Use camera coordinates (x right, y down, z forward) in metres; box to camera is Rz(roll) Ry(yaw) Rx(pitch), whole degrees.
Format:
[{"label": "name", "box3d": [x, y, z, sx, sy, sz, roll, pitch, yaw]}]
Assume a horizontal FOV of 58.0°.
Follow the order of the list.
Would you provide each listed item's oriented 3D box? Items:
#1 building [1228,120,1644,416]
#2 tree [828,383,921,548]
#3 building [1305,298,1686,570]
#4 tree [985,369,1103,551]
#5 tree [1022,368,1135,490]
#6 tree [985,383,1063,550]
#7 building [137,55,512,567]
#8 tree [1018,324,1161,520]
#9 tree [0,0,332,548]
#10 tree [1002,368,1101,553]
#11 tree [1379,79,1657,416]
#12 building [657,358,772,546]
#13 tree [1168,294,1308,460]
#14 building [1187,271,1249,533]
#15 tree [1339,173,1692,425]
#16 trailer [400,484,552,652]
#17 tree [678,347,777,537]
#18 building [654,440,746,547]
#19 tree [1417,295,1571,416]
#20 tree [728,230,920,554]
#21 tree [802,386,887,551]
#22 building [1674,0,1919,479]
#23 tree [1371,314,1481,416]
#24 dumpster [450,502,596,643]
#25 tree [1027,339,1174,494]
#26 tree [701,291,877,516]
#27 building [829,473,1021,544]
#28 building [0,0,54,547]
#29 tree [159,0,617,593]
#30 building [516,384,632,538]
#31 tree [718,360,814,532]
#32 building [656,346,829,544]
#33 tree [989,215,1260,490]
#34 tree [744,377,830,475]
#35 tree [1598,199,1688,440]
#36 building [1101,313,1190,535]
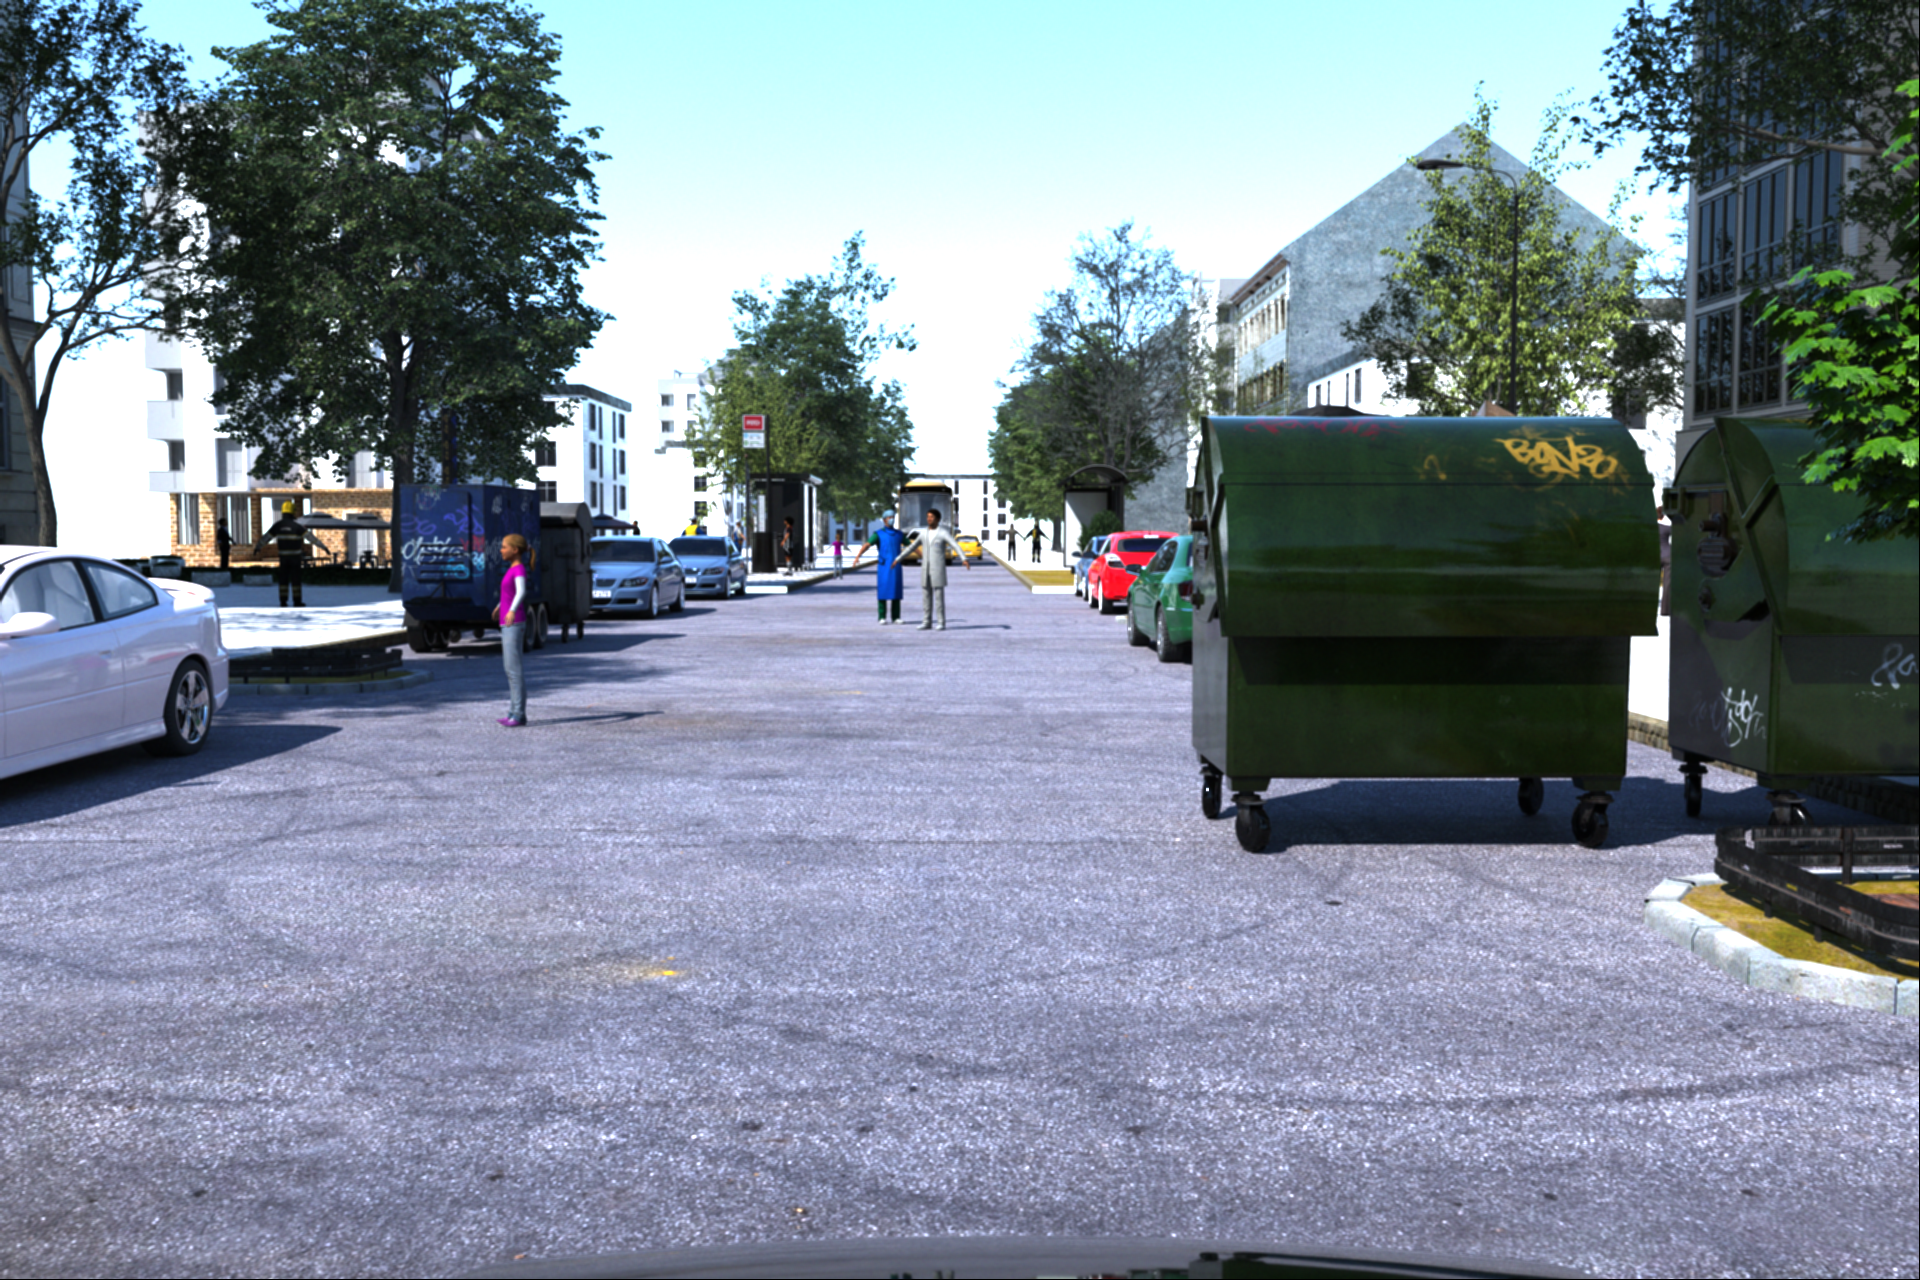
[{"label": "building", "box3d": [26.822, -16.559, 101.672, 19.493, 23.208, 18.063, 0, 4, 0]}, {"label": "tree", "box3d": [-8.171, -14.701, 147.011, 9.857, 13.997, 8.962, 0, 3, 0]}, {"label": "building", "box3d": [22.419, -8.166, 75.656, 9.099, 9.664, 28.070, 0, 4, 0]}, {"label": "tree", "box3d": [6.974, -13.507, 127.500, 9.857, 13.997, 8.962, 0, 3, 0]}, {"label": "tree", "box3d": [7.266, -10.844, 103.058, 9.928, 11.665, 9.643, 0, 3, 0]}, {"label": "tree", "box3d": [6.439, -14.449, 142.901, 9.857, 13.997, 8.962, 0, 3, 0]}, {"label": "building", "box3d": [-26.490, -13.059, 69.929, 16.016, 20.090, 11.380, 0, 3, 0]}, {"label": "tree", "box3d": [6.901, -10.667, 92.526, 7.486, 12.596, 7.792, 0, 3, 0]}, {"label": "tree", "box3d": [-12.192, -5.404, 22.768, 7.601, 10.594, 8.767, 2, 4, 31]}, {"label": "tree", "box3d": [6.679, -12.154, 116.850, 7.486, 12.596, 7.792, 0, 3, 0]}, {"label": "tree", "box3d": [9.206, -4.798, 28.806, 4.737, 8.622, 4.395, 0, 3, 0]}, {"label": "building", "box3d": [-26.531, -20.252, 187.531, 16.016, 20.090, 11.380, 0, 3, 0]}, {"label": "tree", "box3d": [8.010, -6.308, 53.503, 4.360, 8.622, 3.978, 0, 3, 0]}, {"label": "building", "box3d": [21.797, -16.456, 125.483, 16.016, 20.090, 11.380, 0, 4, 0]}, {"label": "tree", "box3d": [14.018, -6.696, 43.900, 8.767, 10.594, 7.601, 0, 4, 8]}, {"label": "trailer", "box3d": [-5.911, -0.825, 20.541, 1.471, 1.999, 3.904, 0, 3, 0]}, {"label": "tree", "box3d": [-9.284, -7.248, 68.864, 4.737, 8.622, 4.395, 0, 3, 0]}, {"label": "building", "box3d": [-25.348, -13.893, 169.293, 9.099, 9.664, 28.070, 0, 4, 1]}, {"label": "tree", "box3d": [15.439, -6.152, 50.955, 4.737, 8.622, 4.395, 0, 3, 0]}, {"label": "tree", "box3d": [-8.543, -15.491, 109.162, 12.611, 20.169, 13.585, 0, 3, 0]}, {"label": "tree", "box3d": [-9.154, -13.102, 132.340, 7.486, 12.596, 7.792, 0, 3, 0]}, {"label": "building", "box3d": [26.802, -13.113, 33.468, 14.314, 24.678, 30.058, 0, 4, 1]}, {"label": "tree", "box3d": [16.038, -6.560, 57.610, 4.360, 8.622, 3.978, 0, 3, 0]}, {"label": "dumpster", "box3d": [-5.898, -0.914, 23.167, 1.865, 1.857, 1.264, 0, 3, 0]}, {"label": "tree", "box3d": [6.713, -9.106, 83.296, 7.601, 10.594, 8.767, -1, 4, -21]}, {"label": "tree", "box3d": [-8.938, -11.372, 92.592, 9.857, 13.997, 8.962, 0, 3, 0]}, {"label": "building", "box3d": [-5.476, -17.907, 237.383, 28.070, 9.664, 9.099, -1, 4, -9]}, {"label": "building", "box3d": [-31.813, -12.183, 31.212, 16.112, 23.069, 30.059, 0, 4, 1]}, {"label": "tree", "box3d": [-12.180, -8.025, 37.870, 9.857, 13.997, 8.962, 0, 3, 0]}, {"label": "building", "box3d": [-25.508, -10.321, 110.901, 9.099, 9.664, 28.070, 0, 4, 0]}, {"label": "tree", "box3d": [-8.635, -7.593, 74.509, 4.737, 8.622, 4.395, 0, 3, 0]}, {"label": "building", "box3d": [-25.961, -23.314, 212.109, 19.493, 23.208, 18.063, 0, 4, -1]}, {"label": "tree", "box3d": [6.165, -9.623, 67.708, 12.009, 13.543, 11.850, 0, 3, 0]}, {"label": "tree", "box3d": [-8.339, -7.979, 80.827, 4.737, 8.622, 4.395, 0, 3, 0]}, {"label": "tree", "box3d": [24.998, -8.900, 55.890, 12.009, 13.543, 11.850, 0, 3, 0]}, {"label": "building", "box3d": [23.004, -20.490, 165.940, 19.493, 23.208, 18.063, 0, 4, 0]}]
